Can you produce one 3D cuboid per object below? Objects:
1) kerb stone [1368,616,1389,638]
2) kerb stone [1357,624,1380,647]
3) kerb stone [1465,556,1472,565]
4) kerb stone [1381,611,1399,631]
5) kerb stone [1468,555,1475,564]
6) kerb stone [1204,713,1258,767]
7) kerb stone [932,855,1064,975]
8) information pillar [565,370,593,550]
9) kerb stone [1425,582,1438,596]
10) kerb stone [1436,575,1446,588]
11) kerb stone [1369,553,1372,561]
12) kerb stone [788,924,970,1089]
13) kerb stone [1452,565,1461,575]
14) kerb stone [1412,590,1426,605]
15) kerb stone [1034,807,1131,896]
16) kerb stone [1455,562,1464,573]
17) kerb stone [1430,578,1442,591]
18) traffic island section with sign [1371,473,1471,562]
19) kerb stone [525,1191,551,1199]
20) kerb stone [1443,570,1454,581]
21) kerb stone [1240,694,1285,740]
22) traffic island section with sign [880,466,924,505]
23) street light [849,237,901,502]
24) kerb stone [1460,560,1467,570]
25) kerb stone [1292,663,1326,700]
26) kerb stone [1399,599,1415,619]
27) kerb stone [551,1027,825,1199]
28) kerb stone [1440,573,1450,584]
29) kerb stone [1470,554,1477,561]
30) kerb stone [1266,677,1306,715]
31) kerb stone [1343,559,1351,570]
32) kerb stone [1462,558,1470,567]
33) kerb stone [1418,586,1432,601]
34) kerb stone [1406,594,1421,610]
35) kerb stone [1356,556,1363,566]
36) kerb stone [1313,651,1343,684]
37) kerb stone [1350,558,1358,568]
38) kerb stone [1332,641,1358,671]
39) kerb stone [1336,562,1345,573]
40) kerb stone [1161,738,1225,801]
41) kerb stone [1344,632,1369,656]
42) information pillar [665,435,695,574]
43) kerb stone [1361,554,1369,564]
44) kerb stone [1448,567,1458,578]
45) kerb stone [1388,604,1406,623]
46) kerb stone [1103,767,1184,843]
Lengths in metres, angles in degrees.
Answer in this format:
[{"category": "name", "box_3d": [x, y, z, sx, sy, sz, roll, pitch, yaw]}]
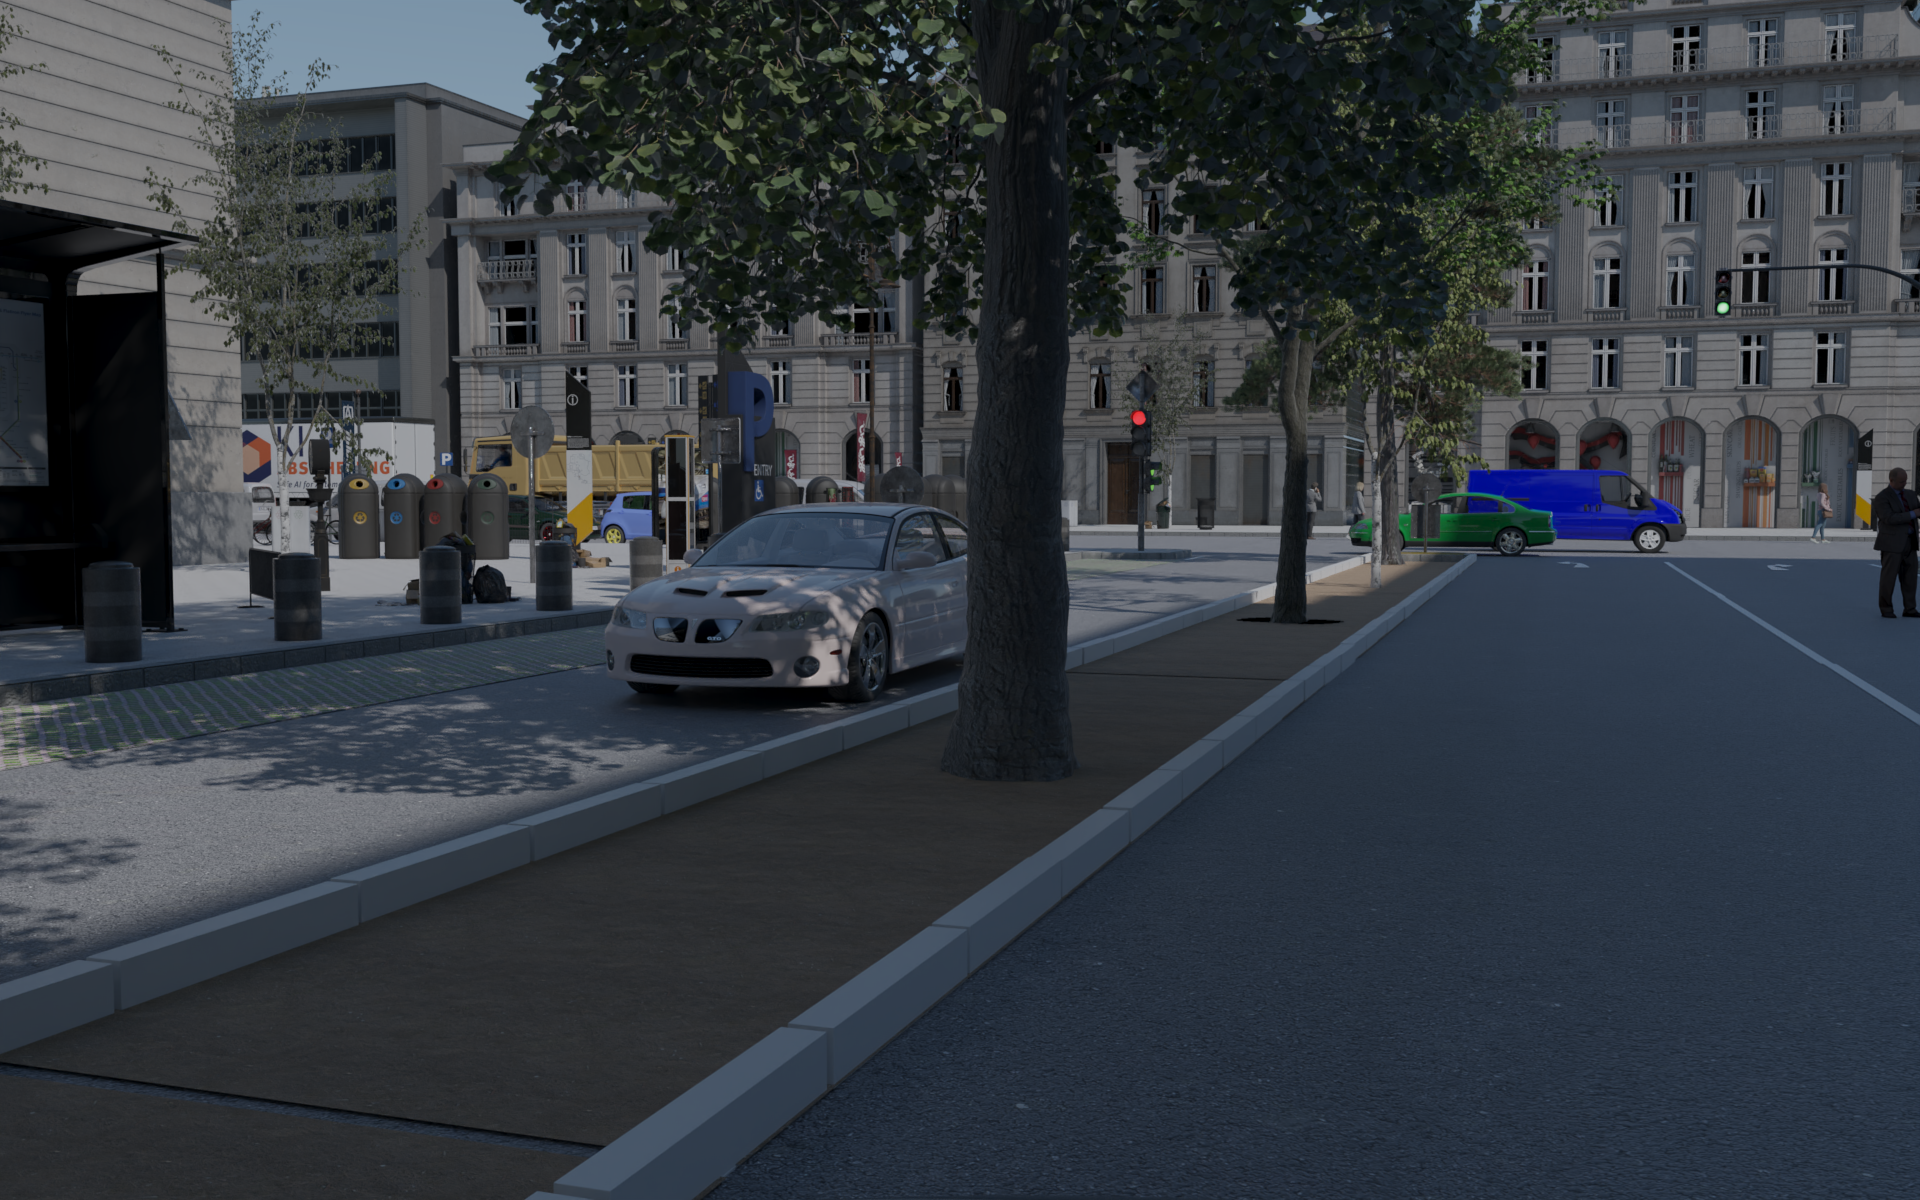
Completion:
[{"category": "kerb stone", "box_3d": [4.155, 0.299, 17.303, 0.120, 0.150, 1.000, 1, 4, 19]}, {"category": "kerb stone", "box_3d": [3.826, 0.359, 16.325, 0.120, 0.150, 1.000, 1, 4, 19]}, {"category": "kerb stone", "box_3d": [9.854, -0.710, 33.801, 0.120, 0.150, 1.000, 1, 4, 19]}, {"category": "kerb stone", "box_3d": [4.496, 0.247, 18.270, 0.120, 0.150, 1.000, 1, 4, 19]}, {"category": "kerb stone", "box_3d": [10.192, -0.766, 34.768, 0.120, 0.150, 1.000, 1, 4, 19]}, {"category": "kerb stone", "box_3d": [1.484, 0.775, 9.525, 0.120, 0.150, 1.000, 1, 4, 19]}, {"category": "kerb stone", "box_3d": [0.135, 1.013, 5.628, 0.120, 0.150, 1.000, 1, 4, 19]}, {"category": "information pillar", "box_3d": [-7.221, -2.534, 32.782, 0.504, 3.616, 0.183, 0, 4, 6]}, {"category": "kerb stone", "box_3d": [6.516, -0.117, 24.101, 0.120, 0.150, 1.000, 1, 4, 19]}, {"category": "kerb stone", "box_3d": [7.179, -0.235, 26.039, 0.120, 0.150, 1.000, 1, 4, 19]}, {"category": "kerb stone", "box_3d": [8.496, -0.863, 36.308, 0.120, 0.150, 1.000, 1, 4, 19]}, {"category": "kerb stone", "box_3d": [-0.198, 1.074, 4.658, 0.120, 0.150, 1.000, 1, 4, 19]}, {"category": "kerb stone", "box_3d": [8.515, -0.473, 29.925, 0.120, 0.150, 1.000, 1, 4, 19]}, {"category": "kerb stone", "box_3d": [5.833, 0.003, 22.153, 0.120, 0.150, 1.000, 1, 4, 19]}, {"category": "kerb stone", "box_3d": [0.467, 0.960, 6.598, 0.120, 0.150, 1.000, 1, 4, 19]}, {"category": "kerb stone", "box_3d": [8.858, -0.532, 30.890, 0.120, 0.150, 1.000, 1, 4, 19]}, {"category": "kerb stone", "box_3d": [6.845, -0.176, 25.071, 0.120, 0.150, 1.000, 1, 4, 19]}, {"category": "traffic island section with sign", "box_3d": [9.993, -1.786, 37.343, 2.006, 1.907, 1.989, 1, 4, 19]}, {"category": "kerb stone", "box_3d": [-0.884, 1.192, 2.699, 0.120, 0.150, 1.000, 1, 4, 19]}, {"category": "kerb stone", "box_3d": [7.848, -0.354, 27.981, 0.120, 0.150, 1.000, 1, 4, 19]}, {"category": "kerb stone", "box_3d": [1.819, 0.715, 10.498, 0.120, 0.150, 1.000, 1, 4, 19]}, {"category": "traffic island section with sign", "box_3d": [-0.959, -0.911, 23.526, 1.989, 1.847, 2.006, 1, 4, 19]}, {"category": "street light", "box_3d": [-1.474, -3.436, 28.968, 0.468, 5.910, 1.993, 1, 4, 19]}, {"category": "kerb stone", "box_3d": [9.185, -0.591, 31.864, 0.120, 0.150, 1.000, 1, 4, 19]}, {"category": "kerb stone", "box_3d": [2.489, 0.598, 12.443, 0.120, 0.150, 1.000, 1, 4, 19]}, {"category": "kerb stone", "box_3d": [5.176, 0.121, 20.210, 0.120, 0.150, 1.000, 1, 4, 19]}, {"category": "kerb stone", "box_3d": [-0.537, 1.132, 3.681, 0.120, 0.150, 1.000, 1, 4, 19]}, {"category": "kerb stone", "box_3d": [7.508, -0.286, 27.010, 0.120, 0.150, 1.000, 1, 4, 19]}, {"category": "kerb stone", "box_3d": [10.527, -0.828, 35.736, 0.120, 0.150, 1.000, 1, 4, 19]}, {"category": "kerb stone", "box_3d": [2.146, 0.657, 11.469, 0.120, 0.150, 1.000, 1, 4, 19]}, {"category": "kerb stone", "box_3d": [7.163, -0.625, 32.421, 0.120, 0.150, 1.000, 1, 4, 19]}, {"category": "kerb stone", "box_3d": [9.526, -0.650, 32.831, 0.120, 0.150, 1.000, 1, 4, 19]}, {"category": "kerb stone", "box_3d": [6.170, -0.057, 23.129, 0.120, 0.150, 1.000, 1, 4, 19]}, {"category": "kerb stone", "box_3d": [5.502, 0.065, 21.181, 0.120, 0.150, 1.000, 1, 4, 19]}, {"category": "kerb stone", "box_3d": [7.828, -0.744, 34.358, 0.120, 0.150, 1.000, 1, 4, 19]}, {"category": "kerb stone", "box_3d": [2.828, 0.537, 13.414, 0.120, 0.150, 1.000, 1, 4, 19]}, {"category": "kerb stone", "box_3d": [7.502, -0.685, 33.387, 0.120, 0.150, 1.000, 1, 4, 19]}, {"category": "kerb stone", "box_3d": [3.167, 0.483, 14.383, 0.120, 0.150, 1.000, 1, 4, 19]}, {"category": "kerb stone", "box_3d": [6.822, -0.566, 31.451, 0.120, 0.150, 1.000, 1, 4, 19]}, {"category": "kerb stone", "box_3d": [1.143, 0.835, 8.545, 0.120, 0.150, 1.000, 1, 4, 19]}, {"category": "kerb stone", "box_3d": [3.488, 0.420, 15.356, 0.120, 0.150, 1.000, 1, 4, 19]}, {"category": "information pillar", "box_3d": [-3.512, -1.056, 21.759, 0.304, 2.012, 0.304, 0, 4, 6]}, {"category": "kerb stone", "box_3d": [8.170, -0.804, 35.333, 0.120, 0.150, 1.000, 1, 4, 19]}, {"category": "kerb stone", "box_3d": [8.189, -0.413, 28.951, 0.120, 0.150, 1.000, 1, 4, 19]}, {"category": "kerb stone", "box_3d": [4.826, 0.182, 19.239, 0.120, 0.150, 1.000, 1, 4, 19]}, {"category": "kerb stone", "box_3d": [0.807, 0.895, 7.571, 0.120, 0.150, 1.000, 1, 4, 19]}]
